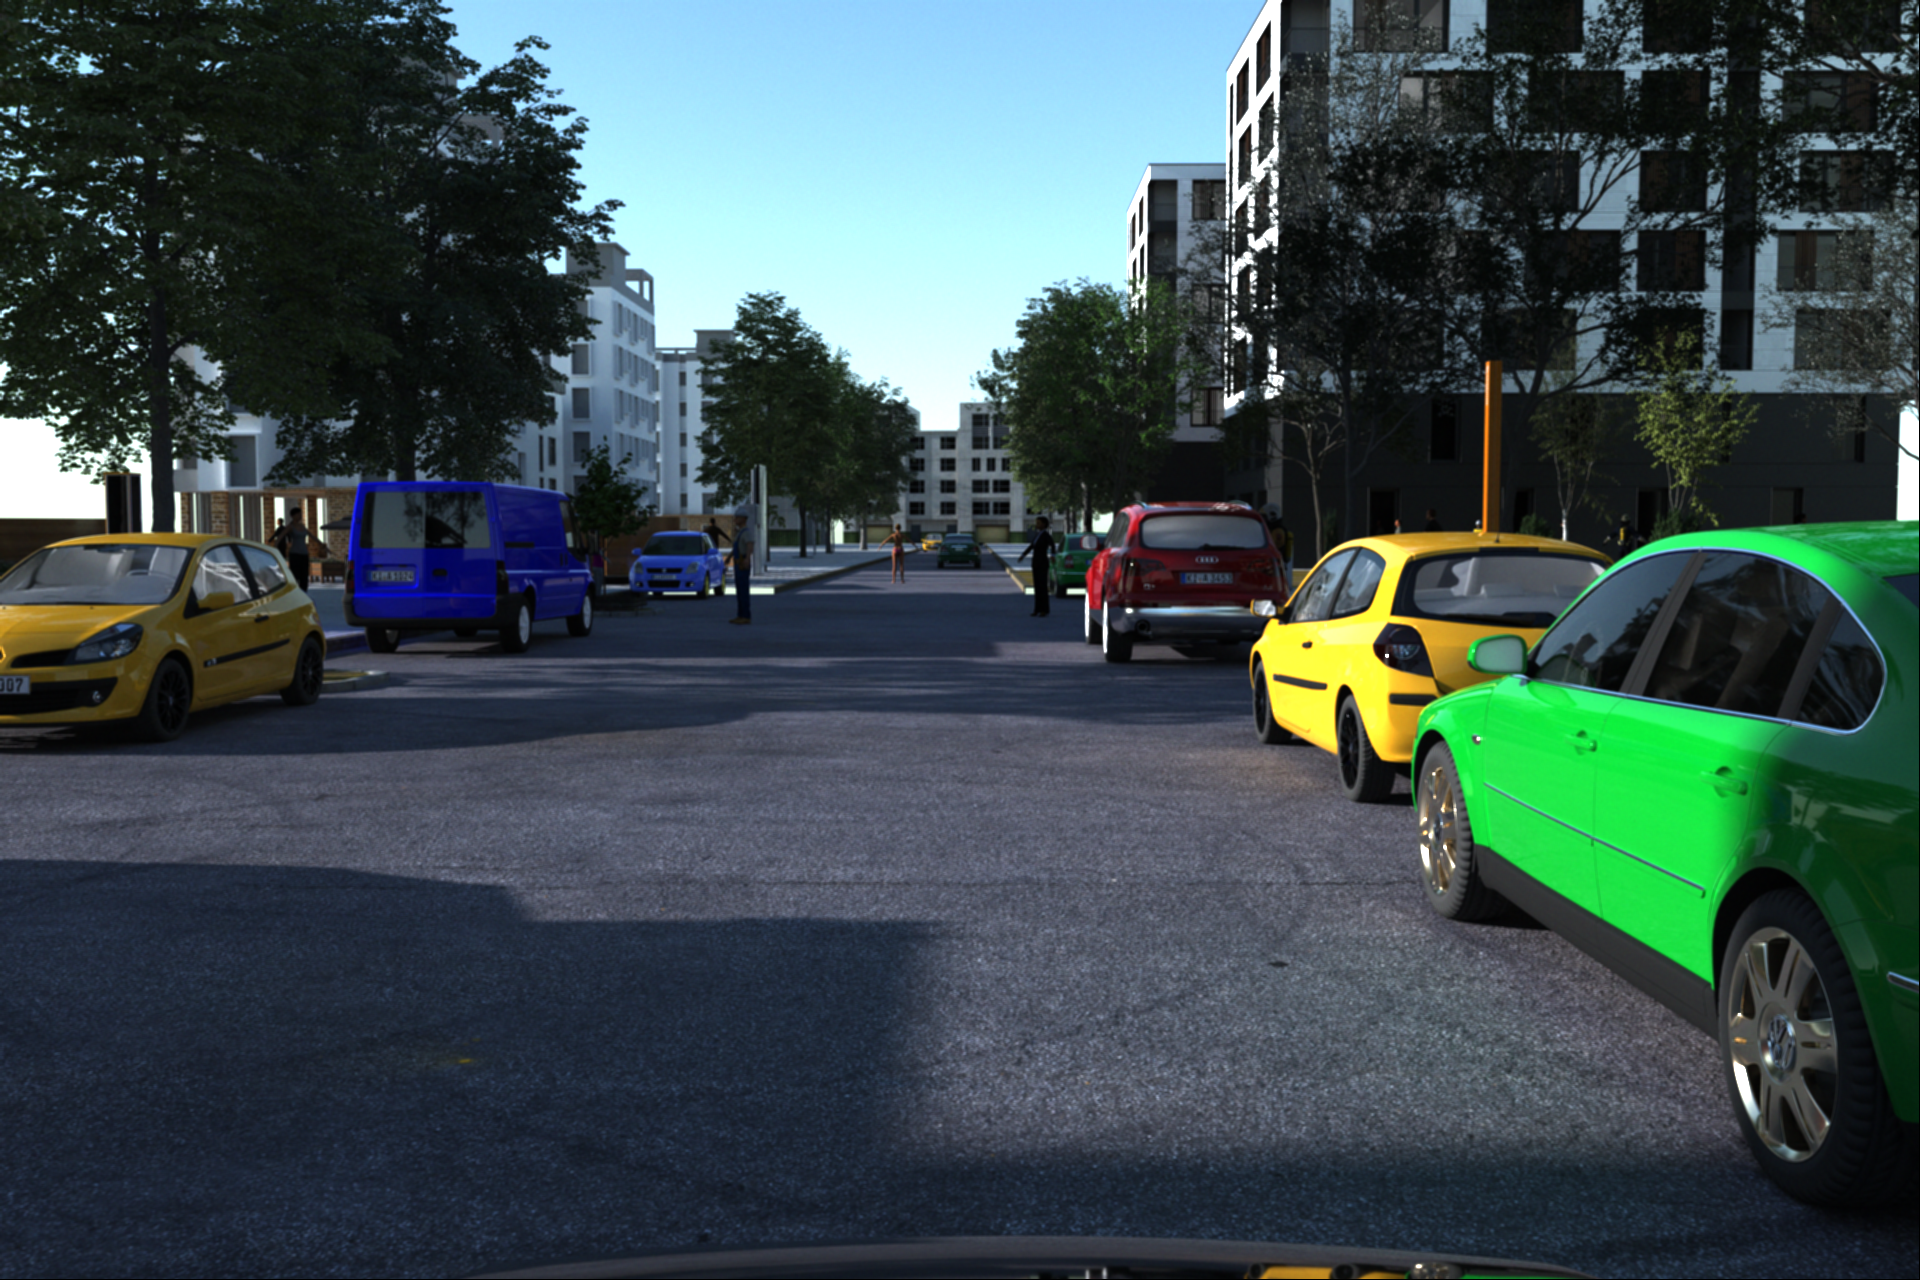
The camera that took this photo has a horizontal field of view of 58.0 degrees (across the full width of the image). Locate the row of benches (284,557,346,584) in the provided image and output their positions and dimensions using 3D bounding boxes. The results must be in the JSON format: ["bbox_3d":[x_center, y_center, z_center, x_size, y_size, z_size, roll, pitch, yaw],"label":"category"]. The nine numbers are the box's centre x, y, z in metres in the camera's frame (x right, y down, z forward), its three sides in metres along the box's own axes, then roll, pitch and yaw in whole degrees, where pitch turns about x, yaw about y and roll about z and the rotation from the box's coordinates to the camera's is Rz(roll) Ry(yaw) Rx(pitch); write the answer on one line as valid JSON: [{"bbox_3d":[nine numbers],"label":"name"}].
[{"bbox_3d":[-17.485,-1.906,46.627,1.422,0.672,4.104,-3,4,-36],"label":"row of benches"}]

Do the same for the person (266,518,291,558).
[{"bbox_3d":[-21.949,-3.041,55.939,0.704,1.802,1.346,1,4,11],"label":"person"}]

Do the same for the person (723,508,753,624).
[{"bbox_3d":[-3.516,-1.188,27.742,0.705,1.847,1.347,-1,4,-22],"label":"person"}]

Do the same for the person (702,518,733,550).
[{"bbox_3d":[-8.108,-3.098,56.792,1.346,1.812,0.704,0,4,-8],"label":"person"}]

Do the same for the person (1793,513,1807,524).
[{"bbox_3d":[18.352,-1.883,37.626,0.721,1.735,1.217,0,4,-3],"label":"person"}]

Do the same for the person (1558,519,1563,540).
[{"bbox_3d":[21.552,-3.420,61.858,0.705,1.837,1.347,1,4,22],"label":"person"}]

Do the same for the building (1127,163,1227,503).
[{"bbox_3d":[24.551,-16.392,111.980,27.936,21.610,32.646,0,4,1],"label":"building"}]

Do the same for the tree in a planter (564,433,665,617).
[{"bbox_3d":[-6.357,-2.058,30.865,1.991,3.239,1.994,0,4,1],"label":"tree in a planter"}]

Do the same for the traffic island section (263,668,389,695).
[{"bbox_3d":[-6.548,0.397,16.369,1.991,0.108,1.994,0,4,1],"label":"traffic island section"}]

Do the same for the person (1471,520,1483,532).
[{"bbox_3d":[18.583,-3.397,62.001,1.216,1.772,0.721,2,4,29],"label":"person"}]

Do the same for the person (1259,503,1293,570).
[{"bbox_3d":[4.242,-0.951,23.775,0.705,1.858,1.354,0,4,1],"label":"person"}]

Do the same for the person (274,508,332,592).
[{"bbox_3d":[-11.249,-1.393,29.579,0.721,1.737,1.217,2,4,29],"label":"person"}]

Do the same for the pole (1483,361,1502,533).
[{"bbox_3d":[6.298,-1.632,20.526,0.158,3.312,0.155,0,3,0],"label":"pole"}]

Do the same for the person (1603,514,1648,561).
[{"bbox_3d":[19.473,-2.747,50.691,1.354,1.856,0.705,3,4,38],"label":"person"}]

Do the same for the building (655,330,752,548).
[{"bbox_3d":[-25.980,-18.657,161.459,16.016,20.090,11.380,0,3,0],"label":"building"}]

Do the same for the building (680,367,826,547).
[{"bbox_3d":[-24.805,-20.007,193.576,16.747,18.905,31.486,0,4,1],"label":"building"}]

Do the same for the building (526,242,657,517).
[{"bbox_3d":[-27.275,-15.735,113.686,16.016,20.090,11.380,0,4,1],"label":"building"}]

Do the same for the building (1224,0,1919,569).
[{"bbox_3d":[25.678,-14.370,78.925,27.936,21.610,32.646,0,3,0],"label":"building"}]

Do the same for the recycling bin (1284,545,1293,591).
[{"bbox_3d":[7.176,-1.649,39.520,0.722,1.027,0.722,0,4,1],"label":"recycling bin"}]

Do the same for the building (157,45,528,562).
[{"bbox_3d":[-25.468,-12.975,68.566,16.016,20.090,11.380,0,4,1],"label":"building"}]

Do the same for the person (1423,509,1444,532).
[{"bbox_3d":[9.735,-1.813,35.863,1.348,1.803,0.705,-3,5,-42],"label":"person"}]

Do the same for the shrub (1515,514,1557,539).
[{"bbox_3d":[19.490,-3.337,58.984,1.690,2.028,1.600,0,3,0],"label":"shrub"}]

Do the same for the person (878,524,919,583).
[{"bbox_3d":[-1.803,-2.535,50.705,1.217,1.733,0.721,0,4,1],"label":"person"}]

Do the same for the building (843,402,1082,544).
[{"bbox_3d":[0.789,-22.654,239.310,31.486,18.905,16.747,0,4,6],"label":"building"}]

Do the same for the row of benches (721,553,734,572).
[{"bbox_3d":[-8.815,-2.683,59.329,4.104,0.672,1.422,3,4,38],"label":"row of benches"}]

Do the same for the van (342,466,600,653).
[{"bbox_3d":[-6.151,-1.109,22.511,2.240,2.365,5.245,0,4,1],"label":"van"}]

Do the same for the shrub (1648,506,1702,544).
[{"bbox_3d":[18.233,-2.423,44.043,1.690,2.028,1.600,0,3,0],"label":"shrub"}]

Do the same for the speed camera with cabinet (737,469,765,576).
[{"bbox_3d":[-6.477,-3.626,53.613,0.660,3.252,2.038,0,4,1],"label":"speed camera with cabinet"}]

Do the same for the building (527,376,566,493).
[{"bbox_3d":[-26.550,-9.459,96.803,9.099,9.664,28.070,0,4,1],"label":"building"}]

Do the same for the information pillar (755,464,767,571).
[{"bbox_3d":[-6.801,-4.149,59.145,0.184,3.620,1.656,0,4,1],"label":"information pillar"}]

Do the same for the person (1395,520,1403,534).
[{"bbox_3d":[15.742,-3.427,62.298,0.705,1.796,1.348,1,4,11],"label":"person"}]

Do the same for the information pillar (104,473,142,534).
[{"bbox_3d":[-10.042,-0.999,20.833,0.304,2.012,0.304,0,3,0],"label":"information pillar"}]

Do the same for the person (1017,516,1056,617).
[{"bbox_3d":[1.343,-1.280,30.112,0.721,1.740,1.216,-2,4,-27],"label":"person"}]

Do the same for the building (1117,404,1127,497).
[{"bbox_3d":[25.874,-19.151,179.577,16.747,18.905,31.486,0,4,0],"label":"building"}]

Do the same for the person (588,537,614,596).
[{"bbox_3d":[-7.166,-1.394,34.512,0.599,1.433,0.991,-3,4,-38],"label":"person"}]
